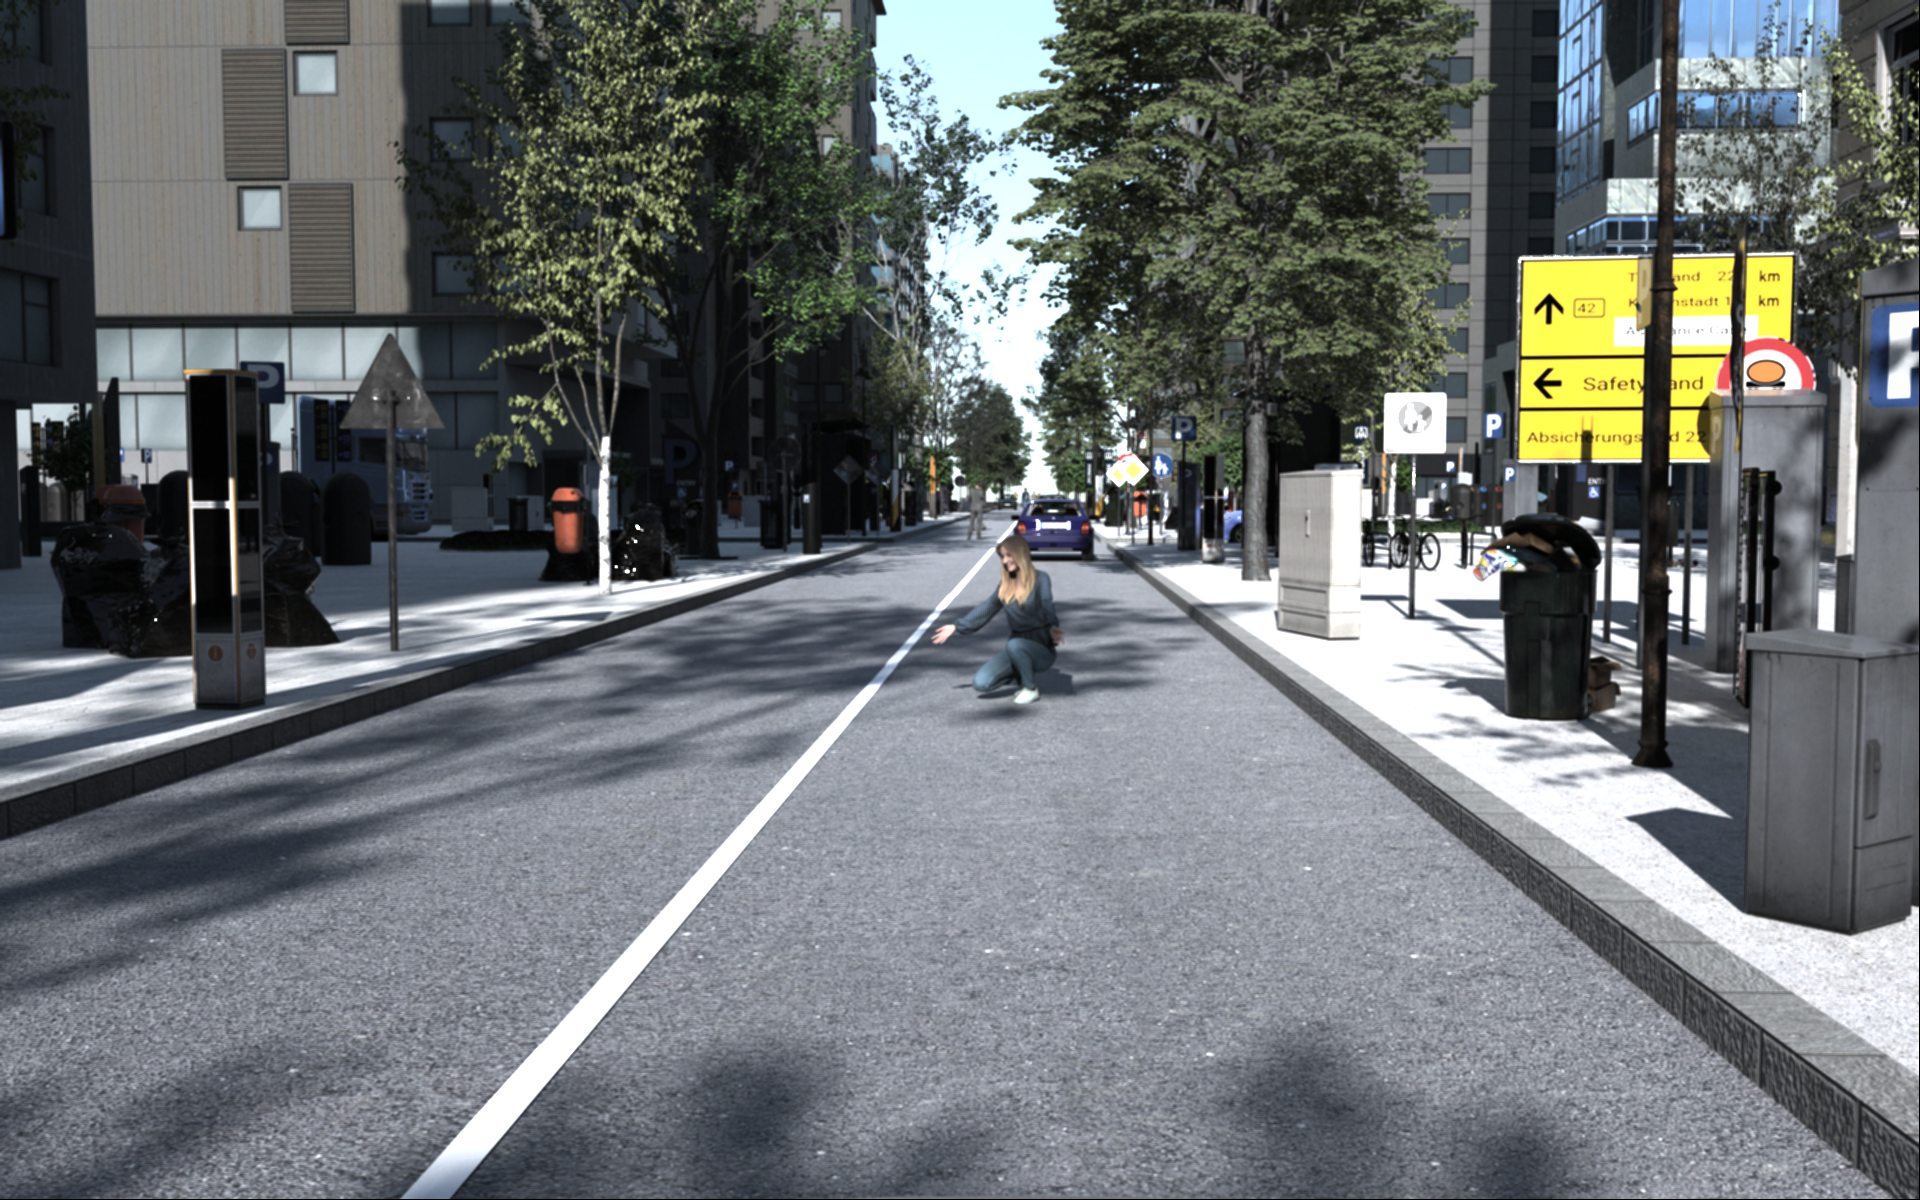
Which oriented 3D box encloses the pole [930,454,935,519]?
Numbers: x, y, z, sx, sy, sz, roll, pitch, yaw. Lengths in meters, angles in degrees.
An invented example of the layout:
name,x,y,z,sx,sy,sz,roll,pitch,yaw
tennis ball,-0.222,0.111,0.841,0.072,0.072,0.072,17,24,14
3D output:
name,x,y,z,sx,sy,sz,roll,pitch,yaw
pole,-1.498,-6.044,92.659,0.158,3.312,0.155,0,3,0

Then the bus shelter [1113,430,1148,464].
name,x,y,z,sx,sy,sz,roll,pitch,yaw
bus shelter,10.522,-7.885,106.545,2.179,5.291,8.768,0,4,2

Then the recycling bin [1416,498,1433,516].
name,x,y,z,sx,sy,sz,roll,pitch,yaw
recycling bin,26.783,-5.348,100.000,0.722,1.027,0.722,-2,4,-31

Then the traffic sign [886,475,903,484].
name,x,y,z,sx,sy,sz,roll,pitch,yaw
traffic sign,-3.339,-5.381,87.983,0.884,2.594,0.081,0,4,6

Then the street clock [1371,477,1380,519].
name,x,y,z,sx,sy,sz,roll,pitch,yaw
street clock,17.591,-4.210,73.409,0.358,2.002,0.471,2,4,33

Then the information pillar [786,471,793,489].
name,x,y,z,sx,sy,sz,roll,pitch,yaw
information pillar,-8.530,-5.838,86.798,0.183,3.616,0.504,-3,4,-38

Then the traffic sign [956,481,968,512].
name,x,y,z,sx,sy,sz,roll,pitch,yaw
traffic sign,0.151,-7.403,121.037,0.884,2.594,0.081,1,4,9

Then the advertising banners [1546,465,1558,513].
name,x,y,z,sx,sy,sz,roll,pitch,yaw
advertising banners,17.581,-3.377,51.400,0.090,3.025,2.074,2,4,27

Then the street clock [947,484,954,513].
name,x,y,z,sx,sy,sz,roll,pitch,yaw
street clock,-0.641,-7.089,120.481,0.358,2.002,0.471,3,5,45

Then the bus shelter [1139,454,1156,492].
name,x,y,z,sx,sy,sz,roll,pitch,yaw
bus shelter,9.293,-5.892,90.259,2.014,3.302,5.546,0,4,3

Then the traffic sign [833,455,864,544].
name,x,y,z,sx,sy,sz,roll,pitch,yaw
traffic sign,-2.844,-2.487,44.298,0.795,2.450,0.064,0,4,3

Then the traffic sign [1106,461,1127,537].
name,x,y,z,sx,sy,sz,roll,pitch,yaw
traffic sign,4.764,-2.953,51.917,0.795,2.450,0.064,0,4,3

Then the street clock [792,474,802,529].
name,x,y,z,sx,sy,sz,roll,pitch,yaw
street clock,-5.962,-3.596,63.372,0.471,2.002,0.358,1,4,16

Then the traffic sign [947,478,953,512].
name,x,y,z,sx,sy,sz,roll,pitch,yaw
traffic sign,-0.857,-7.502,122.762,0.768,2.556,0.104,0,4,5

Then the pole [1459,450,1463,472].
name,x,y,z,sx,sy,sz,roll,pitch,yaw
pole,22.914,-5.228,79.313,0.158,3.312,0.155,0,3,0

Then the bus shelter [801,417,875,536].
name,x,y,z,sx,sy,sz,roll,pitch,yaw
bus shelter,-3.892,-3.976,56.294,1.731,3.624,6.357,0,4,3

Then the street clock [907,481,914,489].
name,x,y,z,sx,sy,sz,roll,pitch,yaw
street clock,-2.714,-5.585,95.891,0.471,2.002,0.358,1,4,21

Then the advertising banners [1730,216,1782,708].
name,x,y,z,sx,sy,sz,roll,pitch,yaw
advertising banners,4.783,-0.873,10.468,0.090,3.025,2.074,1,4,18

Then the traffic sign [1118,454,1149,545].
name,x,y,z,sx,sy,sz,roll,pitch,yaw
traffic sign,4.391,-2.465,43.940,0.795,2.450,0.064,0,4,3

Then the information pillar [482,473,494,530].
name,x,y,z,sx,sy,sz,roll,pitch,yaw
information pillar,-16.742,-3.482,61.415,0.304,2.012,0.304,0,4,1

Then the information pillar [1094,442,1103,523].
name,x,y,z,sx,sy,sz,roll,pitch,yaw
information pillar,6.278,-5.307,78.121,0.183,3.616,0.504,3,4,36

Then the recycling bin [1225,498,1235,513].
name,x,y,z,sx,sy,sz,roll,pitch,yaw
recycling bin,17.420,-6.112,112.487,0.722,1.027,0.722,3,5,39

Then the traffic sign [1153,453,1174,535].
name,x,y,z,sx,sy,sz,roll,pitch,yaw
traffic sign,6.264,-3.291,53.920,0.768,2.556,0.104,1,4,8

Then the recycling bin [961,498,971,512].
name,x,y,z,sx,sy,sz,roll,pitch,yaw
recycling bin,0.528,-6.683,121.825,0.722,1.027,0.722,3,5,40

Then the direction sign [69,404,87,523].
name,x,y,z,sx,sy,sz,roll,pitch,yaw
direction sign,-21.385,-3.077,42.301,0.379,3.537,0.876,-1,4,-19

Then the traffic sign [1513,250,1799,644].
name,x,y,z,sx,sy,sz,roll,pitch,yaw
traffic sign,5.873,-1.275,14.722,2.265,3.308,0.079,1,4,9

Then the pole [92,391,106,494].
name,x,y,z,sx,sy,sz,roll,pitch,yaw
pole,-17.137,-2.486,34.494,0.158,3.312,0.155,0,3,0

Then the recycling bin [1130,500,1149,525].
name,x,y,z,sx,sy,sz,roll,pitch,yaw
recycling bin,7.434,-3.629,71.896,0.722,1.027,0.722,1,4,13

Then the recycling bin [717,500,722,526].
name,x,y,z,sx,sy,sz,roll,pitch,yaw
recycling bin,-10.021,-3.489,69.606,0.722,1.027,0.722,-1,4,-23

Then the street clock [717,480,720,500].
name,x,y,z,sx,sy,sz,roll,pitch,yaw
street clock,-12.285,-5.085,87.715,0.358,2.002,0.471,-1,4,-10

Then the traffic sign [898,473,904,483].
name,x,y,z,sx,sy,sz,roll,pitch,yaw
traffic sign,-3.429,-5.713,93.410,0.884,2.594,0.081,1,4,9

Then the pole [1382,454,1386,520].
name,x,y,z,sx,sy,sz,roll,pitch,yaw
pole,21.334,-5.709,87.192,0.158,3.312,0.155,0,3,0

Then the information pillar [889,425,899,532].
name,x,y,z,sx,sy,sz,roll,pitch,yaw
information pillar,-2.216,-4.119,58.699,0.183,3.616,0.504,1,4,20

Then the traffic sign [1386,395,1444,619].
name,x,y,z,sx,sy,sz,roll,pitch,yaw
traffic sign,4.623,-0.950,17.666,0.606,2.300,0.079,0,4,7

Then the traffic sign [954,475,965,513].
name,x,y,z,sx,sy,sz,roll,pitch,yaw
traffic sign,-0.017,-7.216,118.085,0.768,2.556,0.104,1,4,12

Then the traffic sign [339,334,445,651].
name,x,y,z,sx,sy,sz,roll,pitch,yaw
traffic sign,-4.618,-0.861,14.076,0.884,2.594,0.081,0,4,6

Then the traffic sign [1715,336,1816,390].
name,x,y,z,sx,sy,sz,roll,pitch,yaw
traffic sign,6.511,-0.855,14.087,0.768,2.556,0.104,0,4,8

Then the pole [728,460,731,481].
name,x,y,z,sx,sy,sz,roll,pitch,yaw
pole,-13.789,-6.723,103.764,0.158,3.312,0.155,0,3,0

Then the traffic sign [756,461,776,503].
name,x,y,z,sx,sy,sz,roll,pitch,yaw
traffic sign,-6.081,-3.191,54.303,0.606,2.300,0.079,0,4,3

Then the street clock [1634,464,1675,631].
name,x,y,z,sx,sy,sz,roll,pitch,yaw
street clock,6.469,-0.709,16.158,0.471,2.002,0.358,-2,4,-34

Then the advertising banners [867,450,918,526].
name,x,y,z,sx,sy,sz,roll,pitch,yaw
advertising banners,-2.707,-4.479,69.414,2.074,3.025,0.090,-1,4,-12

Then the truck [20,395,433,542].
name,x,y,z,sx,sy,sz,roll,pitch,yaw
truck,-23.670,-3.580,48.286,18.799,4.110,2.967,0,4,1

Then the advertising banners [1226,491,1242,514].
name,x,y,z,sx,sy,sz,roll,pitch,yaw
advertising banners,15.158,-6.145,96.652,0.090,3.025,2.074,-1,4,-22

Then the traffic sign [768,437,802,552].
name,x,y,z,sx,sy,sz,roll,pitch,yaw
traffic sign,-3.887,-2.343,38.413,0.768,2.556,0.104,1,4,9

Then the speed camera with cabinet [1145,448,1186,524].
name,x,y,z,sx,sy,sz,roll,pitch,yaw
speed camera with cabinet,9.022,-4.920,74.771,2.038,3.252,0.660,0,4,4

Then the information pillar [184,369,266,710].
name,x,y,z,sx,sy,sz,roll,pitch,yaw
information pillar,-4.400,-0.360,10.386,0.304,2.012,0.304,1,4,8

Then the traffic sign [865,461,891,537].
name,x,y,z,sx,sy,sz,roll,pitch,yaw
traffic sign,-2.471,-2.974,52.274,0.795,2.450,0.064,0,4,3

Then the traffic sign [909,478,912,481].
name,x,y,z,sx,sy,sz,roll,pitch,yaw
traffic sign,-2.781,-6.476,105.991,0.768,2.556,0.104,1,4,9

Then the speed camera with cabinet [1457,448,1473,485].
name,x,y,z,sx,sy,sz,roll,pitch,yaw
speed camera with cabinet,21.321,-4.811,72.994,0.660,3.252,2.038,1,4,15

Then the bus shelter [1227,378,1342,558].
name,x,y,z,sx,sy,sz,roll,pitch,yaw
bus shelter,7.036,-2.855,37.957,1.731,3.624,6.357,0,4,3

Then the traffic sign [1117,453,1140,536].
name,x,y,z,sx,sy,sz,roll,pitch,yaw
traffic sign,5.194,-3.257,53.355,0.768,2.556,0.104,0,4,6

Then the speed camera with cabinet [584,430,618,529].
name,x,y,z,sx,sy,sz,roll,pitch,yaw
speed camera with cabinet,-11.065,-3.607,53.313,0.660,3.252,2.038,-2,4,-25

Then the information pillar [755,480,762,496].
name,x,y,z,sx,sy,sz,roll,pitch,yaw
information pillar,-10.369,-5.179,89.175,0.304,2.012,0.304,-1,4,-9

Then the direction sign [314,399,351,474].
name,x,y,z,sx,sy,sz,roll,pitch,yaw
direction sign,-15.068,-3.037,41.658,0.876,3.537,0.379,-3,5,-42
